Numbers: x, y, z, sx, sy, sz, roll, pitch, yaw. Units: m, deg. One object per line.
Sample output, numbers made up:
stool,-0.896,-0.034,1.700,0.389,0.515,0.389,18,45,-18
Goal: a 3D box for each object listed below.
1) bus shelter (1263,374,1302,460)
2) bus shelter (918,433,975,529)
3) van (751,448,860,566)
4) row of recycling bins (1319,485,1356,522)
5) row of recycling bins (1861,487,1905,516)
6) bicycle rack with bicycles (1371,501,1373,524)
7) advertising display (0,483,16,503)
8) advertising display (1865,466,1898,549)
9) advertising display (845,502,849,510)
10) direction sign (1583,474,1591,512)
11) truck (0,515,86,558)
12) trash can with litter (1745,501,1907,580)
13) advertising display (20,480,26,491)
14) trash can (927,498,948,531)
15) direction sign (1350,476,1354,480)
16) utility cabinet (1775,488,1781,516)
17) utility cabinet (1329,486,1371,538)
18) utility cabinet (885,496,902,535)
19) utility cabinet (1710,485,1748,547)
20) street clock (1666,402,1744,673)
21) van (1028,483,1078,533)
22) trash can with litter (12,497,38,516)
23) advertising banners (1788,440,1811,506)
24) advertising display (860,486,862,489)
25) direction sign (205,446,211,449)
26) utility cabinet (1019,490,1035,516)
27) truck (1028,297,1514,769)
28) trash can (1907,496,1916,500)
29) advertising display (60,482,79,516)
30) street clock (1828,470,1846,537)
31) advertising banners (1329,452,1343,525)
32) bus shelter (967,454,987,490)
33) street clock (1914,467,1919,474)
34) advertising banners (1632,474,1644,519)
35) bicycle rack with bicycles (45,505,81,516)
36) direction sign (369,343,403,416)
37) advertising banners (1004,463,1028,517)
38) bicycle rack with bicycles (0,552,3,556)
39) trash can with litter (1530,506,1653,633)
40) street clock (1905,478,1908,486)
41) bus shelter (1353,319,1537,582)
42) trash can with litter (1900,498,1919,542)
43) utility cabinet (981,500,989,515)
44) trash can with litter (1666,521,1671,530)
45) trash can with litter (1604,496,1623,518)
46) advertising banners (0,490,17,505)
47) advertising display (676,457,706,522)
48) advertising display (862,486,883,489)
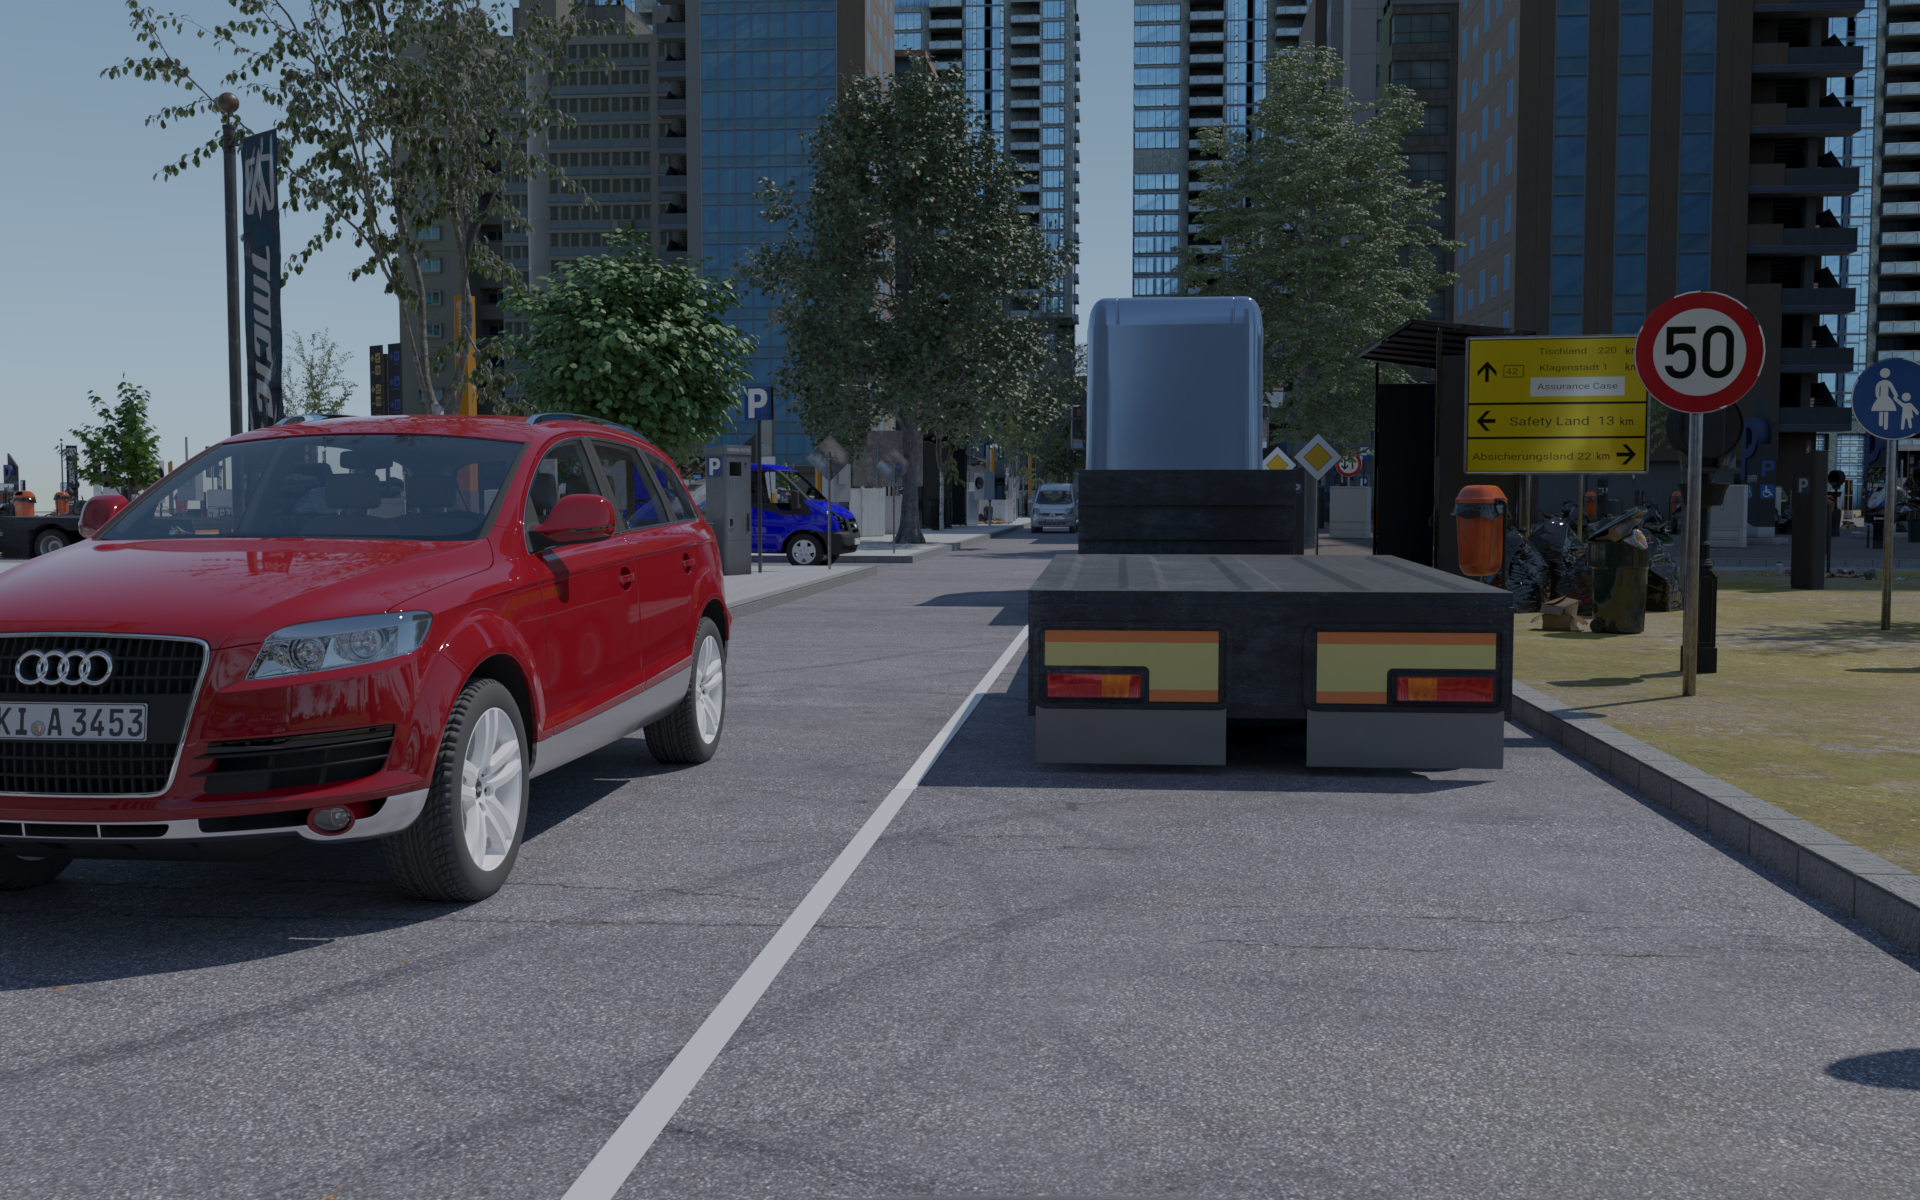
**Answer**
bus shelter,9.471,-4.759,55.440,2.179,5.291,8.768,0,4,6
bus shelter,-0.510,-4.607,66.610,1.731,3.624,6.357,0,4,5
van,-4.572,-1.799,33.791,5.245,2.365,2.240,0,4,7
row of recycling bins,17.097,-4.464,80.106,3.534,1.692,1.069,-2,4,-29
row of recycling bins,51.535,-5.479,96.698,1.069,1.692,3.534,0,4,0
bicycle rack with bicycles,17.924,-3.782,75.214,2.852,0.926,2.925,-3,5,-40
advertising display,-56.470,-5.959,102.648,0.974,1.923,0.123,0,4,-1
advertising display,21.537,-2.159,40.512,0.123,1.923,0.974,0,4,-7
advertising display,-6.712,-5.994,103.220,0.123,1.923,0.974,-1,4,-10
direction sign,25.376,-4.780,70.153,0.379,3.537,0.876,3,5,41
truck,-23.987,-2.790,35.368,18.799,4.110,2.967,0,4,5
trash can with litter,13.420,-0.954,26.656,1.678,1.210,2.233,-1,4,-22
advertising display,-42.647,-4.505,78.870,0.123,1.923,0.974,-2,4,-34
trash can,-0.778,-3.015,60.945,0.748,1.137,0.748,0,3,0
direction sign,21.840,-6.444,97.362,0.876,3.537,0.379,-3,4,-38
utility cabinet,27.240,-3.070,58.865,1.173,1.500,0.318,0,4,0
utility cabinet,11.250,-2.521,49.894,1.173,1.500,0.318,3,5,42
utility cabinet,-2.111,-2.685,55.063,1.020,1.237,0.306,-1,4,-22
utility cabinet,18.150,-2.001,41.396,1.173,1.500,0.318,3,5,41
street clock,5.329,-0.481,12.440,0.471,2.002,0.358,0,4,-2
van,3.573,-3.526,64.655,2.013,2.044,4.112,0,4,7
trash can with litter,-50.989,-5.091,94.302,2.233,1.210,1.678,0,4,-3
advertising banners,27.739,-3.733,57.219,0.090,3.025,2.074,1,4,9
advertising display,-5.066,-5.288,91.680,0.123,1.923,0.974,-1,4,-22
direction sign,-35.497,-5.522,82.282,0.379,3.537,0.876,1,4,16
utility cabinet,3.905,-5.707,101.989,1.173,1.500,0.318,-3,5,-43
truck,2.405,-1.724,17.954,2.967,4.110,18.799,0,4,5
trash can,58.595,-5.812,106.676,0.748,1.137,0.748,0,3,0
advertising display,-48.289,-5.426,93.928,0.974,1.923,0.123,0,4,7
street clock,26.398,-2.913,52.202,0.358,2.002,0.471,-1,4,-17
advertising banners,15.439,-4.570,70.907,0.090,3.025,2.074,2,4,27
bus shelter,0.454,-5.833,89.297,2.014,3.302,5.546,0,4,6
street clock,26.045,-2.592,46.953,0.358,2.002,0.471,0,4,4
advertising banners,24.190,-4.016,61.843,0.090,3.025,2.074,1,4,11
bicycle rack with bicycles,-29.373,-2.805,59.242,2.925,0.926,2.852,0,4,8
direction sign,-8.684,-2.097,26.279,0.876,3.537,0.379,3,5,41
advertising banners,3.180,-6.233,98.099,0.090,3.025,2.074,-3,5,-41
bicycle rack with bicycles,-6.896,0.161,10.743,2.852,0.926,2.925,2,4,25
trash can with litter,5.869,-0.288,16.099,1.055,1.170,0.624,2,4,31
street clock,40.098,-4.184,72.974,0.471,2.002,0.358,3,5,43
bus shelter,7.191,-2.137,26.231,1.731,3.624,6.357,0,4,6
trash can with litter,25.495,-2.111,45.903,1.055,1.170,0.624,-2,4,-29
utility cabinet,1.129,-4.406,83.195,1.020,1.237,0.306,0,4,6
trash can with litter,25.852,-3.111,62.248,1.055,1.170,0.624,-2,4,-34
trash can with litter,19.055,-2.484,51.676,2.233,1.210,1.678,1,4,13
advertising banners,-41.680,-4.844,75.388,2.074,3.025,0.090,1,4,11
advertising display,-4.587,-1.507,29.857,0.974,1.923,0.123,1,4,10
advertising display,-4.400,-5.064,88.013,0.974,1.923,0.123,1,4,22
